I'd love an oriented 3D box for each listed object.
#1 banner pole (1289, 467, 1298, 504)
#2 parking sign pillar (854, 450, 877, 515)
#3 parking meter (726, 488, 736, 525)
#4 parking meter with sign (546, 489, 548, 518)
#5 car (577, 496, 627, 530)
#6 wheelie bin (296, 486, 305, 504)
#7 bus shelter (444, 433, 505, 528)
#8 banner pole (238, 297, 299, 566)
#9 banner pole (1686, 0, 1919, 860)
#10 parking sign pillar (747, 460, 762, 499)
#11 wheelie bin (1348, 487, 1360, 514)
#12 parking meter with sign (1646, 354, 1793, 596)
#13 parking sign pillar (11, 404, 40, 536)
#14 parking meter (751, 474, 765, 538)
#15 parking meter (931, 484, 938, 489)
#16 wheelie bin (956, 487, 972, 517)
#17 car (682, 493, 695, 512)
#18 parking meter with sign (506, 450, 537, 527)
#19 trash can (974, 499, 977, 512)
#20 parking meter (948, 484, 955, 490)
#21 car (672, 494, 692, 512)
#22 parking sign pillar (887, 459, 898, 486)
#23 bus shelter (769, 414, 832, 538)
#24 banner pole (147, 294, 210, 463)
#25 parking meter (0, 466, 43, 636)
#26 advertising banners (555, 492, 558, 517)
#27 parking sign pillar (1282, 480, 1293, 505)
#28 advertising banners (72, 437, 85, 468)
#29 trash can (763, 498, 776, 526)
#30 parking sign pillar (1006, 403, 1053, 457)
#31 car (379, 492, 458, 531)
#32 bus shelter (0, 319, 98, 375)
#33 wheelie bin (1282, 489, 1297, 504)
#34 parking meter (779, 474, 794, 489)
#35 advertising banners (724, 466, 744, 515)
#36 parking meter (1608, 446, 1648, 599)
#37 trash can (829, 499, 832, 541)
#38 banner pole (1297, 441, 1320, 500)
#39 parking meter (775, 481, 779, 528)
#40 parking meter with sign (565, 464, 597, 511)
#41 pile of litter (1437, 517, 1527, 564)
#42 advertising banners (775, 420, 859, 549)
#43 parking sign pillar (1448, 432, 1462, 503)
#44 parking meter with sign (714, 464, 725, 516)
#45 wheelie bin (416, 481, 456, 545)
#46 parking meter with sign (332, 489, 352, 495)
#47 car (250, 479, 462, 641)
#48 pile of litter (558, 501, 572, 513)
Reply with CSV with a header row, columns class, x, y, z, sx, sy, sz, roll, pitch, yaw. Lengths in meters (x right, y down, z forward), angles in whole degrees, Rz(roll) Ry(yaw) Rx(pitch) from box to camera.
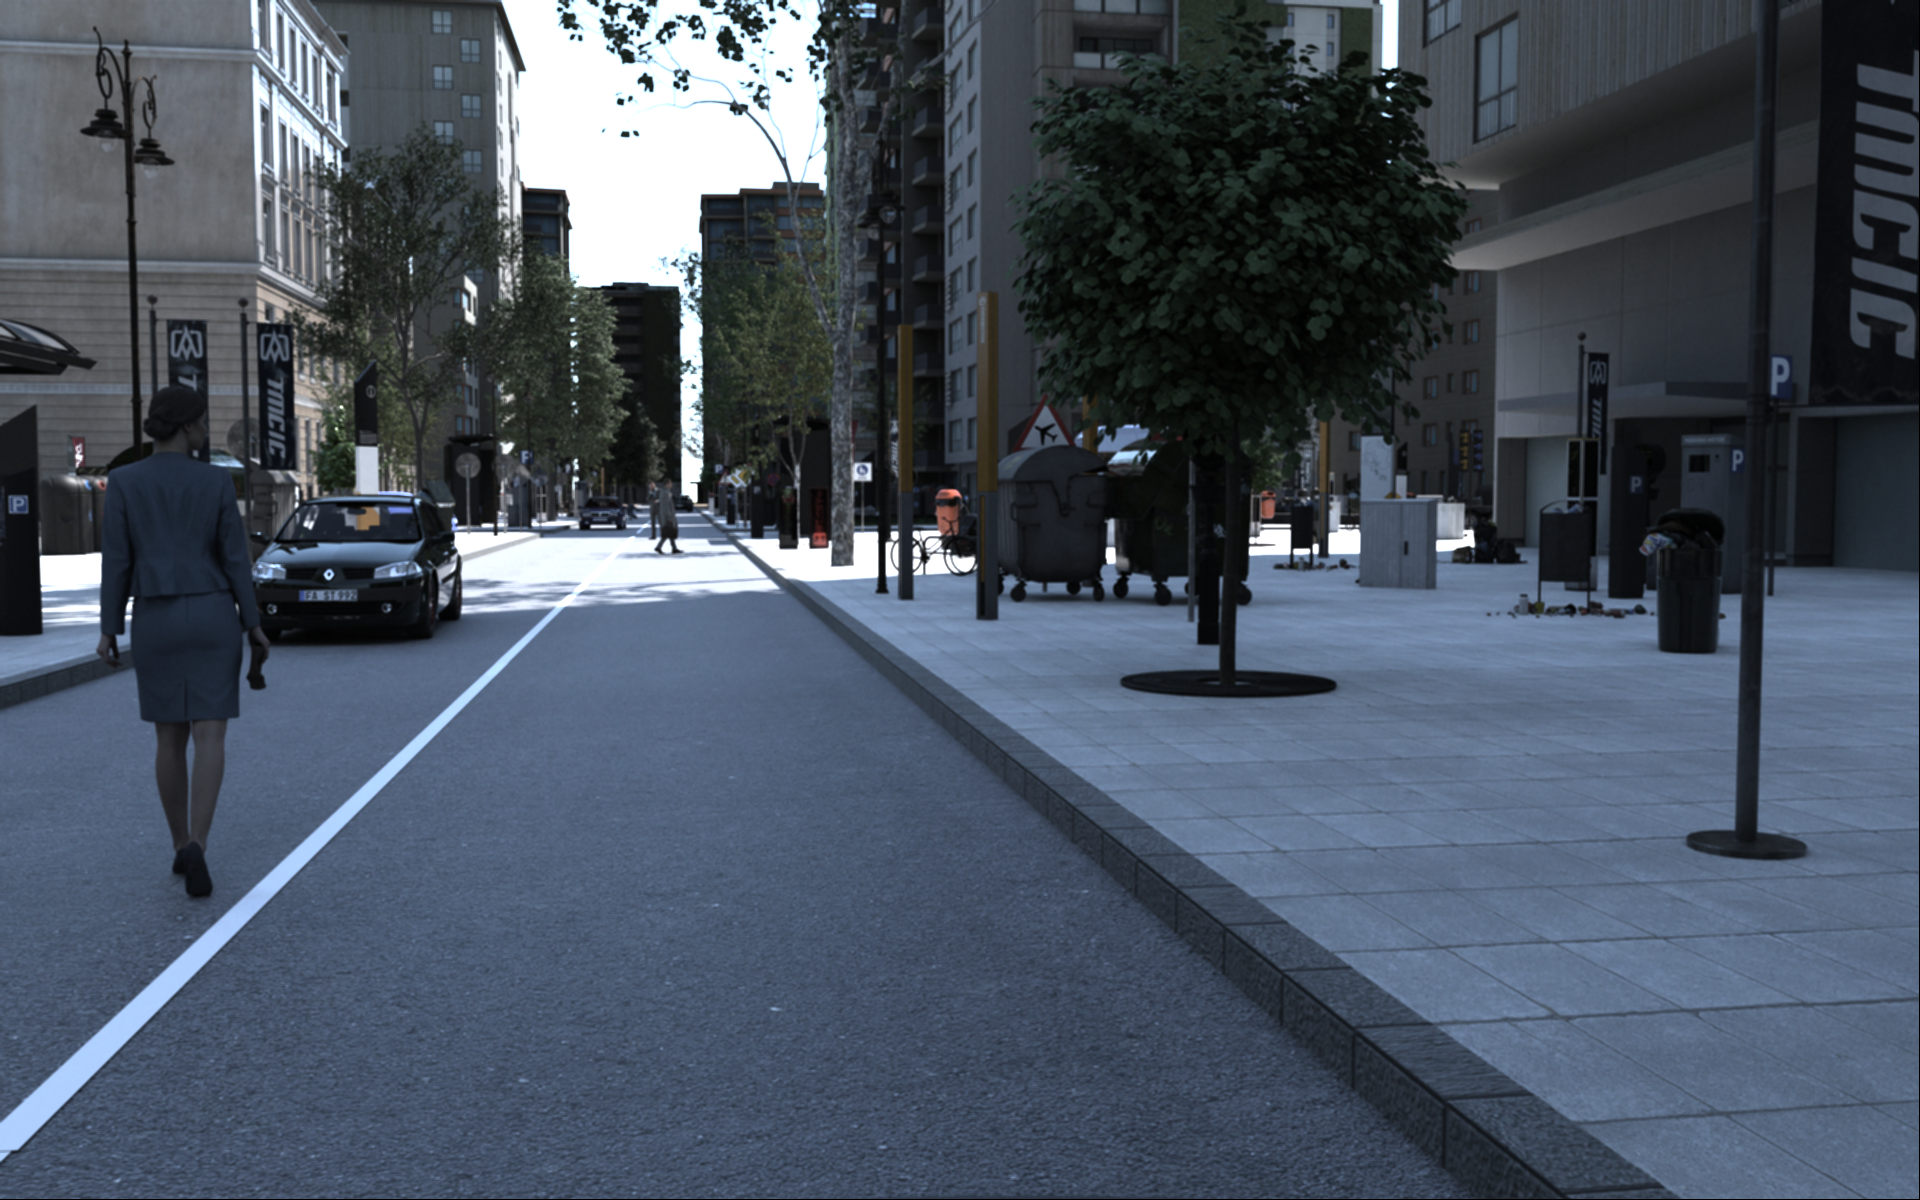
class,x,y,z,sx,sy,sz,roll,pitch,yaw
banner pole,20.354,-7.066,105.545,0.863,3.779,0.401,0,4,6
parking sign pillar,-5.772,-7.122,104.912,1.447,3.967,1.447,-3,5,-40
parking meter,-9.587,-3.921,72.515,0.372,1.533,0.369,0,3,0
parking meter with sign,-23.419,-6.018,94.663,1.738,3.016,0.543,0,4,-2
car,-14.480,-3.527,70.244,1.945,1.354,3.894,0,4,-8
wheelie bin,-25.046,-3.500,65.136,0.980,1.594,0.693,3,5,43
bus shelter,-19.366,-4.775,69.351,1.731,3.624,6.357,-1,4,-9
banner pole,-8.948,-1.974,22.297,0.863,3.779,0.401,-3,5,-41
banner pole,3.052,-0.981,6.054,0.863,3.779,0.401,2,4,26
parking sign pillar,-12.214,-7.070,104.073,1.447,3.967,1.447,3,4,39
wheelie bin,17.183,-4.107,75.052,0.693,1.594,0.980,1,4,16
parking meter with sign,9.763,-1.601,22.436,0.543,3.016,1.738,-2,4,-34
parking sign pillar,-28.301,-3.881,51.919,1.447,3.967,1.447,-1,4,-16
parking meter,-5.878,-2.730,50.352,0.399,1.863,0.255,0,4,-4
parking meter,-1.438,-5.608,97.401,0.255,1.863,0.399,-2,4,-32
wheelie bin,0.083,-4.166,76.026,0.980,1.594,0.693,3,5,40
car,-22.853,-8.129,142.702,2.009,1.686,4.222,-1,4,-9
parking meter with sign,-17.295,-4.390,68.035,0.543,3.016,1.738,0,4,6
trash can,0.795,-2.653,55.026,0.748,1.137,0.748,0,3,0
parking meter,-0.536,-5.903,102.218,0.255,1.863,0.399,-3,5,-44
car,-22.069,-7.732,136.197,2.009,1.686,4.222,-1,4,-10
parking sign pillar,-3.467,-6.559,95.704,1.447,3.967,1.447,1,4,15
bus shelter,-4.885,-3.815,53.656,1.731,3.624,6.357,-1,4,-9
banner pole,-9.890,-1.947,21.851,0.863,3.779,0.401,-1,4,-14
parking meter,-8.589,-0.450,15.772,0.372,1.533,0.369,0,3,0
advertising banners,-22.841,-6.151,96.750,0.090,3.025,2.074,0,4,6
parking sign pillar,23.692,-8.438,126.441,1.447,3.967,1.447,-1,4,-18
advertising banners,-26.912,-3.540,54.064,0.090,3.025,2.074,1,4,15
trash can,-7.672,-3.524,69.278,0.748,1.137,0.748,0,3,0
parking sign pillar,1.999,-3.750,49.786,1.447,3.967,1.447,0,4,-6
car,-19.086,-3.032,59.164,3.694,1.707,1.945,-1,4,-10
bus shelter,-10.777,-1.456,17.727,2.014,3.302,5.546,-1,4,-9
wheelie bin,20.499,-6.099,107.626,0.980,1.594,0.693,2,4,27
parking meter,-4.879,-2.671,49.374,0.399,1.863,0.255,-1,4,-13
advertising banners,-14.049,-6.829,107.840,0.090,3.025,2.074,2,4,30
parking meter,8.223,-0.954,21.313,0.399,1.863,0.255,-2,4,-23
trash can,-3.716,-2.197,47.582,0.748,1.137,0.748,0,3,0
banner pole,16.509,-5.607,81.689,0.863,3.779,0.401,-2,4,-33
parking meter,-6.797,-3.666,65.651,0.399,1.863,0.255,-1,4,-19
parking meter with sign,-22.309,-6.462,101.915,0.543,3.016,1.738,3,5,43
pile of litter,9.678,-1.120,32.270,1.719,0.858,1.176,1,4,18
advertising banners,-3.339,-2.717,40.610,2.074,3.025,0.090,-2,4,-24
parking sign pillar,21.536,-5.314,75.358,1.447,3.967,1.447,1,4,23
parking meter with sign,-14.062,-6.452,101.752,0.543,3.016,1.738,0,4,-2
wheelie bin,-12.277,-1.990,40.451,0.693,1.594,0.980,2,4,28
parking meter with sign,-24.503,-4.425,68.616,1.738,3.016,0.543,-3,5,-40
car,-6.299,-0.518,18.256,2.009,1.686,4.222,-1,4,-10
pile of litter,-26.658,-6.280,116.638,1.176,0.858,1.719,-3,4,-37
